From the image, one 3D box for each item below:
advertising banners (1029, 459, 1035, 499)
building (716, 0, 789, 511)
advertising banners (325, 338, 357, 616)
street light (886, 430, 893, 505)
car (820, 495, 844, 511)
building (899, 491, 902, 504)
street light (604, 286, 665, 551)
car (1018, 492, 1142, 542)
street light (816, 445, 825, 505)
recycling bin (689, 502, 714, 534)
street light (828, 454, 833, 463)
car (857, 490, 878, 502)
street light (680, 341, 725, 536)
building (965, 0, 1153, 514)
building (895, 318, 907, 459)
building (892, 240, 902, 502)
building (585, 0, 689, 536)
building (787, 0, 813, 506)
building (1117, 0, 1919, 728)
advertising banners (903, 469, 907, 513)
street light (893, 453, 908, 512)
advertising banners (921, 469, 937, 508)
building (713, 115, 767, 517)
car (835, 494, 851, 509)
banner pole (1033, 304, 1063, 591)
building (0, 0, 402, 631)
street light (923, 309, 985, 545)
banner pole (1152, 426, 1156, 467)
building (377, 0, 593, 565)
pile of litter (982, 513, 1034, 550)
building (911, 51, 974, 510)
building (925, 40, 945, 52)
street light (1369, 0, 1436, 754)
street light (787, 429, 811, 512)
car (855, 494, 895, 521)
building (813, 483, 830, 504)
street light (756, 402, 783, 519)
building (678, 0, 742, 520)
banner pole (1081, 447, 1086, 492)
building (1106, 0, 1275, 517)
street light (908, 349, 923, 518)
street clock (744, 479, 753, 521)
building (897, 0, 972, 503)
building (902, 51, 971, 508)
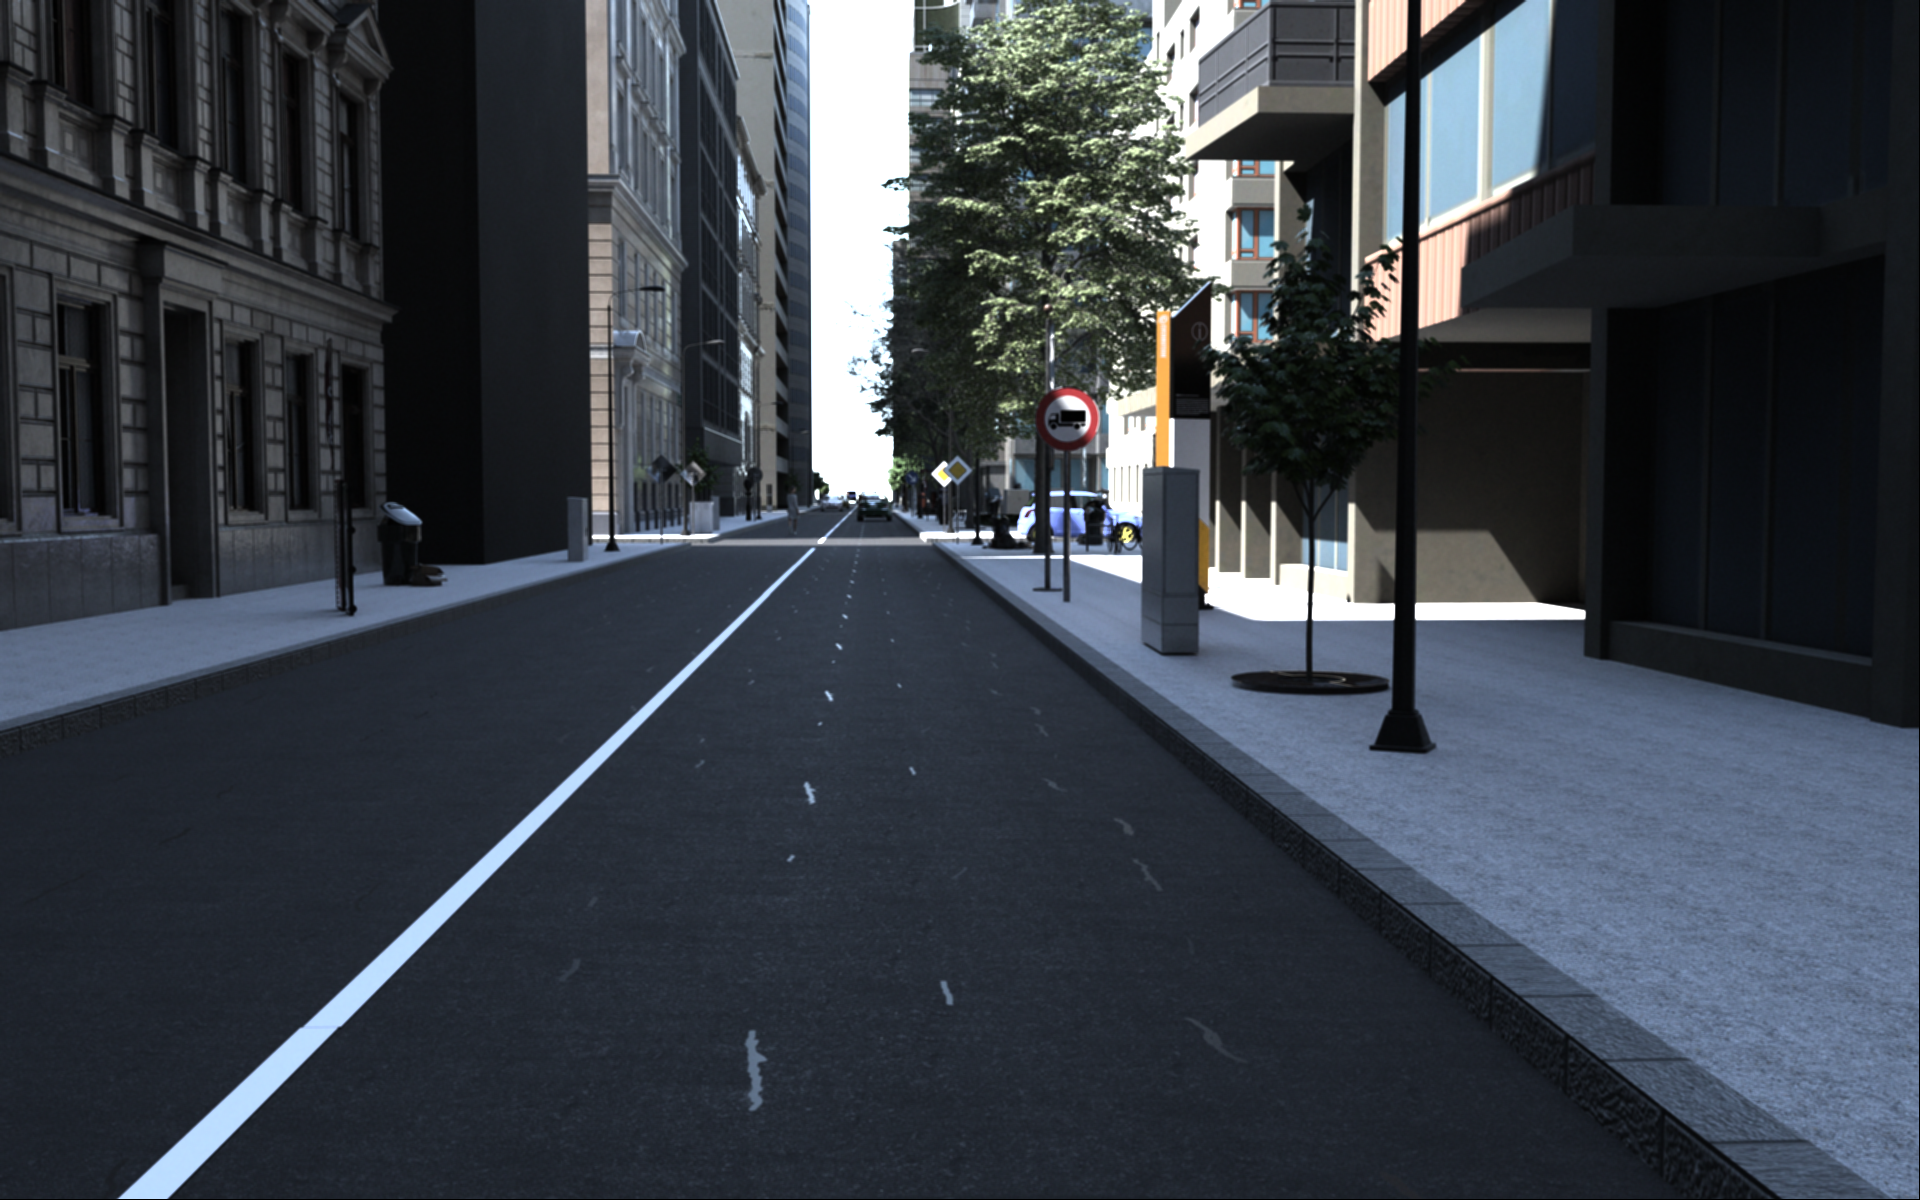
[{"bbox_3d":[3.597,-5.477,85.732,0.090,3.025,2.074,0,4,-7],"label":"advertising banners"},{"bbox_3d":[-24.753,-31.364,136.502,21.300,48.544,21.600,0,4,-3],"label":"building"},{"bbox_3d":[-6.806,-1.395,18.991,0.090,3.025,2.074,-2,4,-25],"label":"advertising banners"},{"bbox_3d":[-4.442,-9.416,126.493,1.470,5.913,1.316,0,4,-3],"label":"street light"},{"bbox_3d":[-10.834,-8.193,146.320,2.083,1.381,4.827,0,4,-5],"label":"car"},{"bbox_3d":[8.176,-32.657,225.819,32.217,40.220,23.993,0,4,-3],"label":"building"},{"bbox_3d":[-7.271,-4.048,38.734,1.470,5.913,1.316,0,4,-3],"label":"street light"},{"bbox_3d":[3.506,-2.434,49.390,3.694,1.707,1.945,0,4,-3],"label":"car"},{"bbox_3d":[-13.750,-11.675,163.433,1.470,5.913,1.316,0,4,-3],"label":"street light"},{"bbox_3d":[-8.338,-2.649,55.860,0.722,1.027,0.722,0,4,-4],"label":"recycling bin"},{"bbox_3d":[-15.622,-13.811,198.342,1.470,5.913,1.316,0,4,-3],"label":"street light"},{"bbox_3d":[-8.382,-9.236,159.685,2.281,1.827,5.304,0,4,-1],"label":"car"},{"bbox_3d":[-7.800,-4.890,52.493,1.470,5.913,1.316,0,4,-3],"label":"street light"},{"bbox_3d":[11.853,-30.139,112.374,23.786,49.044,30.456,0,4,-3],"label":"building"},{"bbox_3d":[-2.915,-30.188,265.267,14.160,30.474,14.107,0,4,-3],"label":"building"},{"bbox_3d":[-3.907,-36.443,279.441,14.154,41.232,14.086,0,4,-3],"label":"building"},{"bbox_3d":[-17.256,-16.875,61.817,13.634,28.700,20.117,0,4,-3],"label":"building"},{"bbox_3d":[-26.824,-39.341,185.218,21.231,58.520,28.212,0,4,-3],"label":"building"},{"bbox_3d":[14.332,-22.158,16.916,22.147,44.769,28.867,0,4,-3],"label":"building"},{"bbox_3d":[-3.801,-7.598,120.414,0.090,3.025,2.074,0,4,4],"label":"advertising banners"},{"bbox_3d":[-2.628,-7.248,91.047,1.470,5.913,1.316,0,4,-3],"label":"street light"},{"bbox_3d":[-1.805,-7.647,121.209,2.074,3.025,0.090,-2,4,-25],"label":"advertising banners"},{"bbox_3d":[-19.083,-19.093,109.435,12.463,27.353,25.104,0,4,-3],"label":"building"},{"bbox_3d":[-11.702,-9.751,169.653,2.015,1.641,3.980,0,4,-3],"label":"car"},{"bbox_3d":[1.181,-1.997,22.675,0.401,3.779,0.863,0,4,-4],"label":"banner pole"},{"bbox_3d":[-13.899,-9.496,19.885,10.561,19.102,19.286,0,4,-3],"label":"building"},{"bbox_3d":[-0.097,-4.338,43.473,1.470,5.913,1.316,0,4,-3],"label":"street light"},{"bbox_3d":[7.115,-4.488,63.396,0.401,3.779,0.863,1,4,18],"label":"banner pole"},{"bbox_3d":[-16.835,-12.643,36.388,15.834,23.373,12.332,0,4,-3],"label":"building"},{"bbox_3d":[1.146,-1.637,40.738,1.176,0.858,1.719,-1,4,-14],"label":"pile of litter"},{"bbox_3d":[12.112,-27.740,145.424,32.217,40.220,23.993,0,4,-3],"label":"building"},{"bbox_3d":[5.967,-34.673,186.517,23.786,49.044,30.456,0,4,-3],"label":"building"},{"bbox_3d":[1.693,-2.201,8.535,1.470,5.913,1.316,0,4,-3],"label":"street light"},{"bbox_3d":[-11.890,-9.544,128.587,1.470,5.913,1.316,0,4,-3],"label":"street light"},{"bbox_3d":[-4.577,-4.973,93.112,2.131,1.459,4.920,0,4,-1],"label":"car"},{"bbox_3d":[-36.662,-35.356,269.950,32.217,40.220,23.993,0,4,-3],"label":"building"},{"bbox_3d":[-9.643,-7.036,87.574,1.470,5.913,1.316,0,4,-3],"label":"street light"},{"bbox_3d":[-18.618,-17.757,83.829,14.314,27.812,24.014,0,4,-3],"label":"building"},{"bbox_3d":[5.804,-5.598,81.549,0.401,3.779,0.863,1,4,22],"label":"banner pole"},{"bbox_3d":[21.951,-13.576,67.001,28.899,21.520,27.650,0,4,-3],"label":"building"},{"bbox_3d":[-0.840,-5.086,55.699,1.470,5.913,1.316,0,4,-3],"label":"street light"},{"bbox_3d":[-10.222,-4.840,83.711,0.358,2.002,0.471,2,4,25],"label":"street clock"},{"bbox_3d":[1.299,-49.453,246.807,20.563,71.187,20.611,0,4,-3],"label":"building"},{"bbox_3d":[2.032,-29.400,164.292,14.154,41.232,14.086,0,4,-3],"label":"building"}]
